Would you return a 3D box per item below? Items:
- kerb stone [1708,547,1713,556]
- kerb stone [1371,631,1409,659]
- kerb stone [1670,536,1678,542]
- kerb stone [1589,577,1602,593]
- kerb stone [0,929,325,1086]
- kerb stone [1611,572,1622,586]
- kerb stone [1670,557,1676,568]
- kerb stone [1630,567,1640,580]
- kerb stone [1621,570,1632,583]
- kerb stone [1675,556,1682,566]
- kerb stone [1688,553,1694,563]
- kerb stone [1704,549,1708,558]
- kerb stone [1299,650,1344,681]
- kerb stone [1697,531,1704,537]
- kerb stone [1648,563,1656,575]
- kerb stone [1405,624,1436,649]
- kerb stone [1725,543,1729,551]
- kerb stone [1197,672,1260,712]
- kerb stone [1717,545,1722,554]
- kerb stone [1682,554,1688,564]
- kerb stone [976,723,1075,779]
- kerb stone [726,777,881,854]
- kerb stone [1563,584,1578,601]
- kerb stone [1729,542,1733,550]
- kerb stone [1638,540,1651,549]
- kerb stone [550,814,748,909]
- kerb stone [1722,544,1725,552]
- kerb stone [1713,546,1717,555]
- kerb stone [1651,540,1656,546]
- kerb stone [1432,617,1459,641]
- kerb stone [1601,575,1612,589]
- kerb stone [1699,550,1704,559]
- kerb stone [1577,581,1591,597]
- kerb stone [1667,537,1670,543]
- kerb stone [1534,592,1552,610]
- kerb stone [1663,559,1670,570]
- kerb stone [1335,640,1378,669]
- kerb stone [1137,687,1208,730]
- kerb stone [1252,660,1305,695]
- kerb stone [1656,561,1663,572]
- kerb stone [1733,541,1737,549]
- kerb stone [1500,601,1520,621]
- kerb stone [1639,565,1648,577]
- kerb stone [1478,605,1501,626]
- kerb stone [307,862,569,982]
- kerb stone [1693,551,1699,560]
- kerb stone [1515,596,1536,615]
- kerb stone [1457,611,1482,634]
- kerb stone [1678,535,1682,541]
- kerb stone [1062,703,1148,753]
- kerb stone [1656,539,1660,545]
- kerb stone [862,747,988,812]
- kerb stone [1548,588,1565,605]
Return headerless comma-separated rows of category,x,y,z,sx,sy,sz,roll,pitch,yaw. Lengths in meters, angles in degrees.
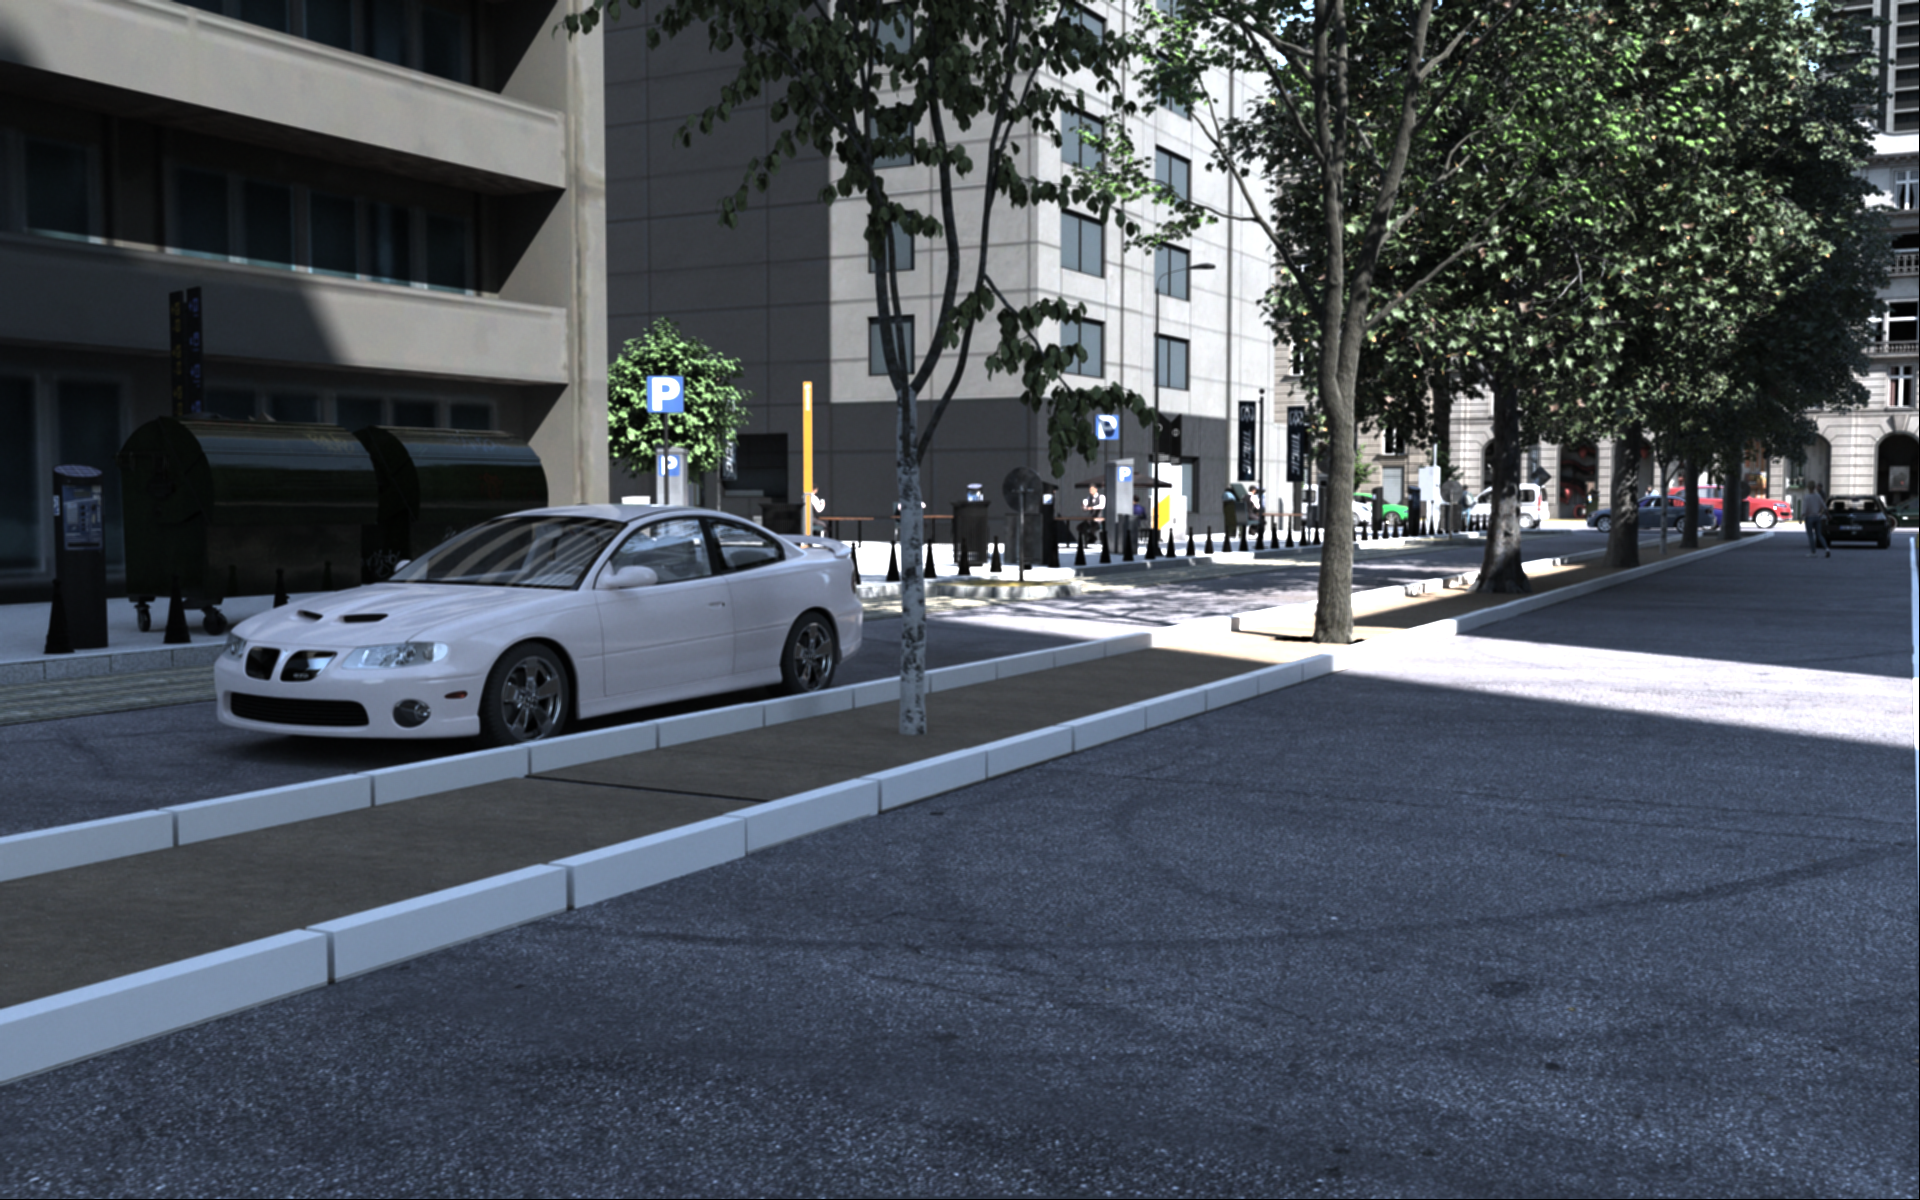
kerb stone,17.132,-1.077,39.806,0.120,0.150,1.000,2,4,29
kerb stone,3.792,0.412,15.454,0.120,0.150,1.000,2,4,29
kerb stone,21.214,-1.800,51.623,0.120,0.150,1.000,2,4,29
kerb stone,9.234,-0.195,25.387,0.120,0.150,1.000,2,4,29
kerb stone,-2.139,1.073,4.644,0.120,0.150,1.000,2,4,29
kerb stone,10.220,-0.306,27.194,0.120,0.150,1.000,2,4,29
kerb stone,13.678,-0.685,33.496,0.120,0.150,1.000,2,4,29
kerb stone,11.210,-0.416,28.998,0.120,0.150,1.000,2,4,29
kerb stone,10.719,-0.361,28.098,0.120,0.150,1.000,2,4,29
kerb stone,14.170,-0.746,34.395,0.120,0.150,1.000,2,4,29
kerb stone,15.158,-0.857,36.201,0.120,0.150,1.000,2,4,29
kerb stone,16.634,-1.022,38.904,0.120,0.150,1.000,2,4,29
kerb stone,2.800,0.528,13.649,0.120,0.150,1.000,2,4,29
kerb stone,25.160,-2.239,58.816,0.120,0.150,1.000,2,4,29
kerb stone,12.195,-0.526,30.797,0.120,0.150,1.000,2,4,29
kerb stone,4.287,0.358,16.357,0.120,0.150,1.000,2,4,29
kerb stone,19.108,-1.297,43.418,0.120,0.150,1.000,2,4,29
kerb stone,1.813,0.633,11.850,0.120,0.150,1.000,2,4,29
kerb stone,18.122,-1.187,41.611,0.120,0.150,1.000,2,4,29
kerb stone,14.668,-0.802,35.301,0.120,0.150,1.000,2,4,29
kerb stone,0.326,0.802,9.154,0.120,0.150,1.000,2,4,29
kerb stone,-0.659,0.908,7.345,0.120,0.150,1.000,2,4,29
kerb stone,8.242,-0.085,23.593,0.120,0.150,1.000,2,4,29
kerb stone,19.604,-1.353,44.315,0.120,0.150,1.000,2,4,29
kerb stone,18.243,-1.469,46.210,0.120,0.150,1.000,2,4,29
kerb stone,-1.141,0.964,6.440,0.120,0.150,1.000,2,4,29
kerb stone,18.612,-1.243,42.511,0.120,0.150,1.000,2,4,29
kerb stone,17.626,-1.128,40.708,0.120,0.150,1.000,2,4,29
kerb stone,18.742,-1.524,47.110,0.120,0.150,1.000,2,4,29
kerb stone,4.776,0.308,17.268,0.120,0.150,1.000,2,4,29
kerb stone,9.721,-0.250,26.289,0.120,0.150,1.000,2,4,29
kerb stone,16.149,-0.967,38.000,0.120,0.150,1.000,2,4,29
kerb stone,8.740,-0.140,24.489,0.120,0.150,1.000,2,4,29
kerb stone,20.225,-1.688,49.820,0.120,0.150,1.000,2,4,29
kerb stone,7.251,0.029,21.775,0.120,0.150,1.000,2,4,29
kerb stone,13.182,-0.636,32.599,0.120,0.150,1.000,2,4,29
kerb stone,3.297,0.469,14.557,0.120,0.150,1.000,2,4,29
kerb stone,1.316,0.688,10.951,0.120,0.150,1.000,2,4,29
kerb stone,2.307,0.578,12.750,0.120,0.150,1.000,2,4,29
kerb stone,12.685,-0.580,31.702,0.120,0.150,1.000,2,4,29
kerb stone,20.096,-1.406,45.214,0.120,0.150,1.000,2,4,29
kerb stone,6.266,0.141,19.968,0.120,0.150,1.000,2,4,29
kerb stone,11.698,-0.471,29.901,0.120,0.150,1.000,2,4,29
kerb stone,5.766,0.191,19.073,0.120,0.150,1.000,2,4,29
kerb stone,-1.645,1.019,5.542,0.120,0.150,1.000,2,4,29
kerb stone,15.649,-0.912,37.101,0.120,0.150,1.000,2,4,29
kerb stone,6.756,0.081,20.877,0.120,0.150,1.000,2,4,29
kerb stone,5.276,0.248,18.162,0.120,0.150,1.000,2,4,29
kerb stone,21.709,-1.855,52.522,0.120,0.150,1.000,2,4,29
kerb stone,0.826,0.743,10.049,0.120,0.150,1.000,2,4,29
kerb stone,19.234,-1.579,48.011,0.120,0.150,1.000,2,4,29
kerb stone,-0.164,0.853,8.254,0.120,0.150,1.000,2,4,29
kerb stone,7.744,-0.028,22.687,0.120,0.150,1.000,2,4,29
